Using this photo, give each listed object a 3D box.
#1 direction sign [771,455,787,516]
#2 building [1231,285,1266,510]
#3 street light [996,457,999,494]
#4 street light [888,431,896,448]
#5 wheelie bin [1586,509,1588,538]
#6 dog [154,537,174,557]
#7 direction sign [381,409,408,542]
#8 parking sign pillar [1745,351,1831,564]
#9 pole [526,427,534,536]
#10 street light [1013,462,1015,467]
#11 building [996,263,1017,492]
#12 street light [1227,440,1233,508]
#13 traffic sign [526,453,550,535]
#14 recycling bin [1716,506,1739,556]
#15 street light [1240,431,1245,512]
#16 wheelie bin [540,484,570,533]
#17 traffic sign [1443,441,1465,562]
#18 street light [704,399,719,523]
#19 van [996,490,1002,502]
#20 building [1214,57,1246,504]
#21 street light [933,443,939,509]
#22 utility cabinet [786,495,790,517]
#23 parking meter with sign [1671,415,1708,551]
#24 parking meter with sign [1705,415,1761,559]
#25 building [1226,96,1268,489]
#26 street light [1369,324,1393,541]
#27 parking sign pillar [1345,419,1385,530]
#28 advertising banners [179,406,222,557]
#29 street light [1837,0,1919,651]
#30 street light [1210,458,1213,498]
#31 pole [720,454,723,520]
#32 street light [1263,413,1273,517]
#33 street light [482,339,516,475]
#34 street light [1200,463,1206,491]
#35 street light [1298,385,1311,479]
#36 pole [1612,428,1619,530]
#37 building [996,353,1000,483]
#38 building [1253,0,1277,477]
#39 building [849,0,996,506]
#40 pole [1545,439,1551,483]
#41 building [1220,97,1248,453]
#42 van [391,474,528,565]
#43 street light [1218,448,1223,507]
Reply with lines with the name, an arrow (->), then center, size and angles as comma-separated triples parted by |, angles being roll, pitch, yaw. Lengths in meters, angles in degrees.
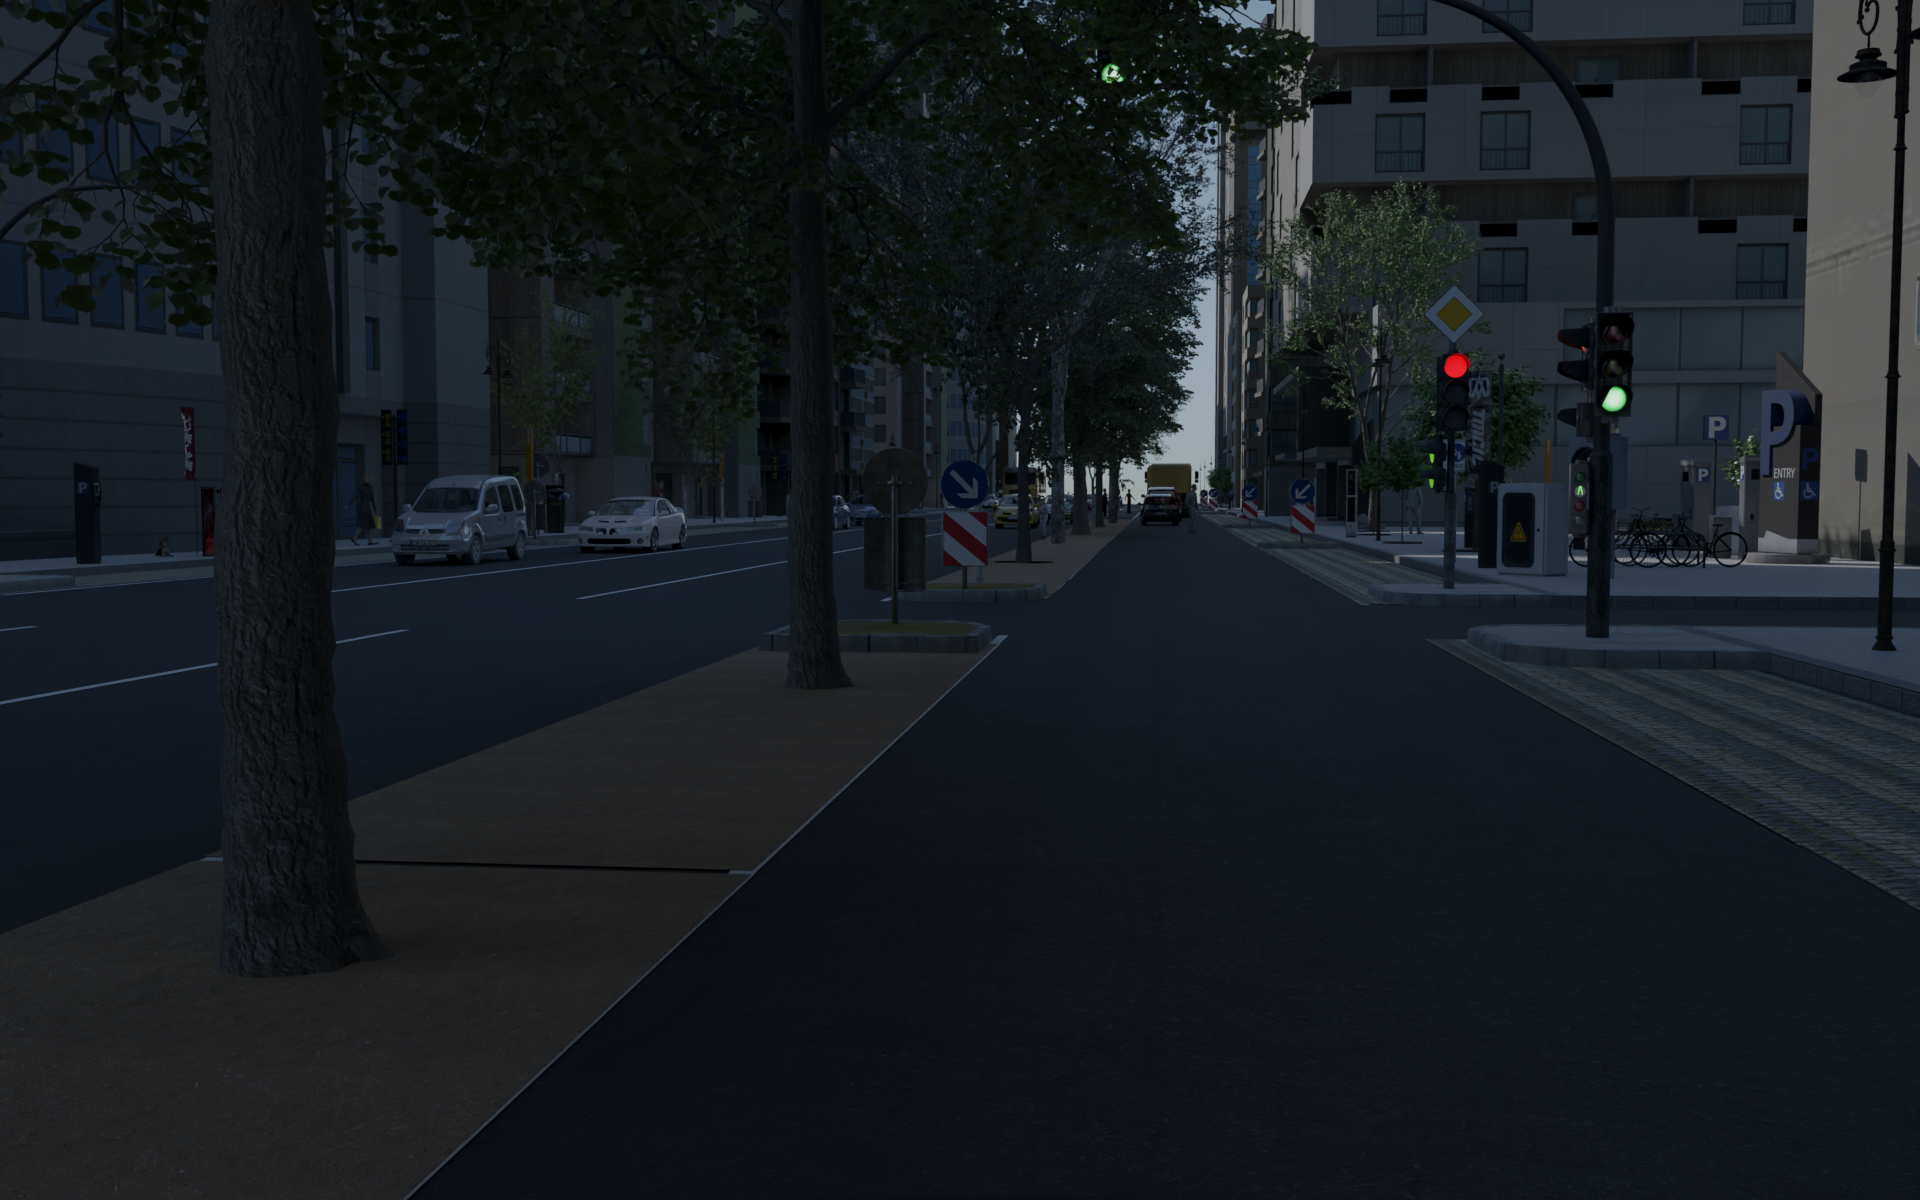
direction sign -> -10.385, -6.570, 99.418 | 0.876, 3.537, 0.379 | 0, 4, -4
building -> 39.108, -19.020, 156.013 | 27.650, 21.520, 28.899 | 0, 4, 7
street light -> 4.575, -14.541, 210.529 | 0.468, 5.910, 1.993 | 0, 4, 7
street light -> -4.954, -9.442, 127.165 | 0.468, 5.910, 1.993 | 0, 4, 7
wheelie bin -> 18.407, -2.619, 50.726 | 0.980, 1.594, 0.693 | -3, 5, -44
dog -> -16.330, -1.096, 35.659 | 0.550, 0.427, 0.748 | 0, 4, 3
direction sign -> -15.117, -3.325, 46.355 | 0.876, 3.537, 0.379 | 2, 4, 23
parking sign pillar -> 15.409, -2.671, 32.147 | 1.447, 3.967, 1.447 | 0, 4, -5
pole -> -13.101, -3.606, 52.793 | 0.158, 3.312, 0.155 | 0, 3, 0
street light -> 7.375, -16.063, 235.416 | 0.468, 5.910, 1.993 | 0, 4, 7
building -> 0.690, -36.536, 247.479 | 14.600, 45.320, 14.200 | 0, 4, 7
street light -> 23.122, -10.757, 148.656 | 0.468, 5.910, 1.993 | 0, 4, 7
traffic sign -> -13.177, -3.300, 54.053 | 0.768, 2.556, 0.104 | 0, 4, 7
recycling bin -> 16.395, -1.461, 36.438 | 0.722, 1.027, 0.722 | -3, 5, -45
street light -> 20.193, -9.238, 123.827 | 0.468, 5.910, 1.993 | 0, 4, 7
wheelie bin -> -13.261, -2.988, 56.766 | 0.980, 1.594, 0.693 | -2, 4, -24
traffic sign -> 9.329, -1.865, 32.622 | 0.606, 2.300, 0.079 | 1, 4, 10
street light -> -10.900, -6.353, 76.660 | 0.468, 5.910, 1.993 | 0, 4, 7
van -> 4.187, -9.404, 160.768 | 2.013, 2.044, 4.112 | 0, 4, 6
building -> 46.066, -42.697, 240.098 | 21.231, 58.520, 28.212 | 0, 4, 7
street light -> -2.052, -11.009, 152.777 | 0.468, 5.910, 1.993 | 0, 4, 7
utility cabinet -> -9.148, -5.211, 96.362 | 1.020, 1.237, 0.306 | -1, 4, -9
parking meter with sign -> 16.614, -2.618, 39.065 | 0.543, 3.016, 1.738 | 0, 4, -3
parking meter with sign -> 15.853, -2.330, 34.361 | 1.738, 3.016, 0.543 | 1, 4, 11
building -> 37.014, -33.170, 192.437 | 14.600, 45.320, 14.200 | 0, 4, 7
street light -> 11.488, -4.563, 47.389 | 0.468, 5.910, 1.993 | 0, 4, 7
parking sign pillar -> 14.816, -4.573, 63.242 | 1.447, 3.967, 1.447 | -1, 4, -17
advertising banners -> -15.418, -2.406, 35.532 | 0.090, 3.025, 2.074 | 0, 4, 5
street light -> 7.592, -2.524, 14.051 | 0.468, 5.910, 1.993 | 0, 4, 7
street light -> 29.802, -14.243, 205.657 | 0.468, 5.910, 1.993 | 0, 4, 7
pole -> -11.893, -5.662, 86.425 | 0.158, 3.312, 0.155 | 0, 3, 0
street light -> 17.218, -7.601, 97.062 | 0.468, 5.910, 1.993 | 0, 4, 7
street light -> -13.771, -4.834, 51.824 | 0.468, 5.910, 1.993 | 0, 4, 7
street light -> 32.579, -15.762, 230.503 | 0.468, 5.910, 1.993 | 0, 4, 7
street light -> 14.316, -6.082, 72.230 | 0.468, 5.910, 1.993 | 0, 4, 7
pole -> 20.359, -3.673, 53.902 | 0.158, 3.312, 0.155 | 0, 3, 0
building -> -9.187, -39.034, 227.444 | 28.713, 52.752, 27.495 | 0, 4, 7
building -> 33.081, -28.823, 125.879 | 22.147, 44.769, 28.867 | 0, 4, 7
building -> -7.649, -40.190, 199.105 | 21.231, 58.520, 28.212 | 0, 4, 7
pole -> 21.891, -4.323, 64.522 | 0.158, 3.312, 0.155 | 0, 3, 0
building -> 46.437, -38.104, 212.245 | 28.713, 52.752, 27.495 | 0, 4, 7
van -> -10.460, -1.793, 36.319 | 2.013, 2.044, 4.112 | 0, 4, 5
street light -> 26.077, -12.275, 173.483 | 0.468, 5.910, 1.993 | 0, 4, 7
